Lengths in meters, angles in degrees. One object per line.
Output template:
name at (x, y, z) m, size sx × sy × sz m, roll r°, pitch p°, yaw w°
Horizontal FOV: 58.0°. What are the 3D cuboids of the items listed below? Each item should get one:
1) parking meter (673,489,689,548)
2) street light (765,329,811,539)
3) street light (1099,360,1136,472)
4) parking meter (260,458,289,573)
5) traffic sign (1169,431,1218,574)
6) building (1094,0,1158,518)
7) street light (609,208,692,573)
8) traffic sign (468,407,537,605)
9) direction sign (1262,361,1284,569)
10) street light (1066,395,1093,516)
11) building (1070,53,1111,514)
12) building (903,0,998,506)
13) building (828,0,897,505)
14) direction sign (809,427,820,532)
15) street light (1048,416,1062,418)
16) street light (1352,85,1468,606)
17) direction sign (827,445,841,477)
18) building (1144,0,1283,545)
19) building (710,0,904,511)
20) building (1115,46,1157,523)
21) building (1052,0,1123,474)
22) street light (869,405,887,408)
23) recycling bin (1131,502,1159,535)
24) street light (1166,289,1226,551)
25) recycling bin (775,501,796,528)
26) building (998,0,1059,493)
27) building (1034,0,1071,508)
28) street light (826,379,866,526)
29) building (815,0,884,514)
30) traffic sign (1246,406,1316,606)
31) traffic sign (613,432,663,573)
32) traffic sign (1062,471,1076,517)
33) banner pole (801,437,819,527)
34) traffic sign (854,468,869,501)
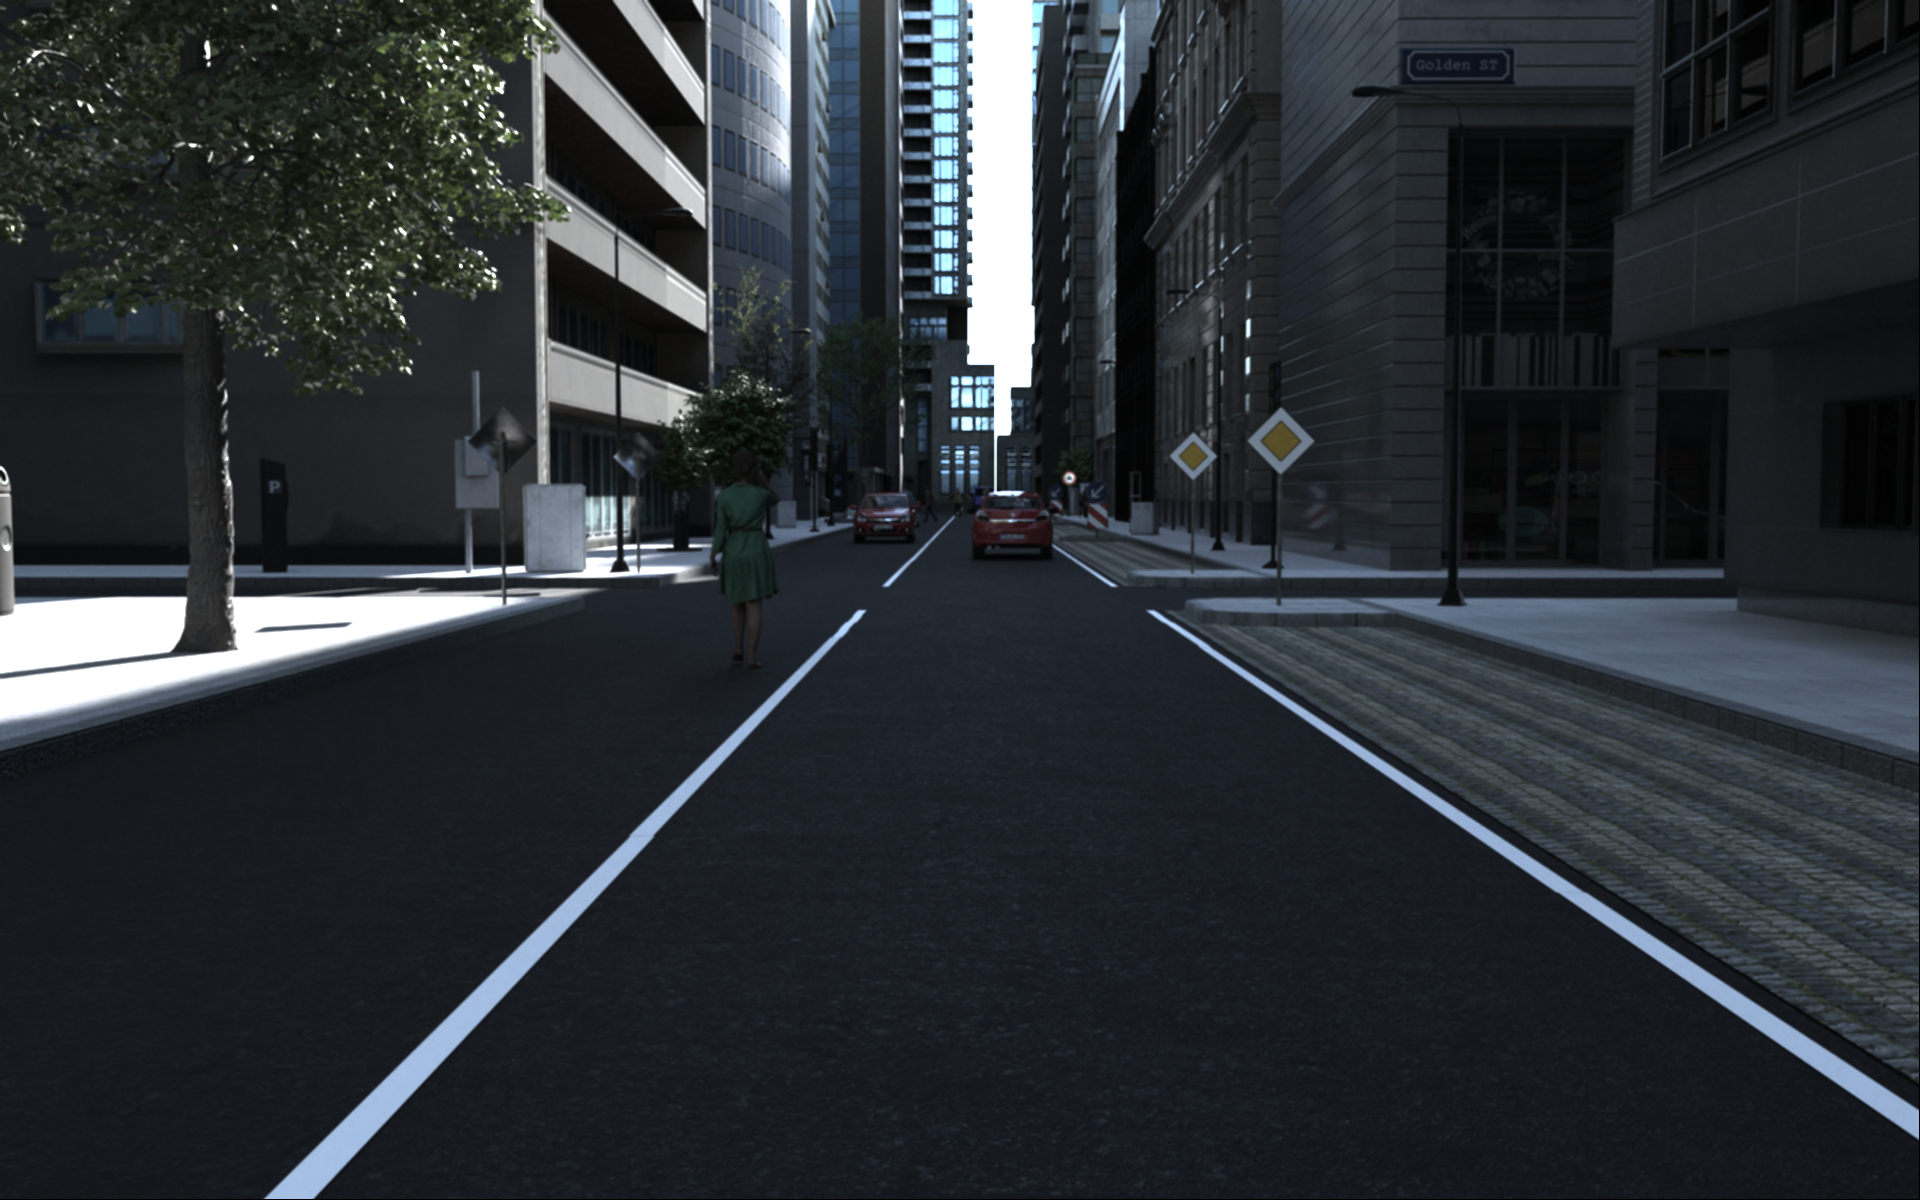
parking meter at (-6.654, -2.009, 41.265) m, size 0.372 × 1.533 × 0.369 m, roll 0°, pitch 3°, yaw 0°
street light at (-4.910, -4.678, 49.019) m, size 1.470 × 5.913 × 1.316 m, roll 0°, pitch 4°, yaw 1°
street light at (5.528, -5.358, 60.146) m, size 1.470 × 5.913 × 1.316 m, roll 0°, pitch 4°, yaw 1°
parking meter at (-11.209, -1.384, 28.342) m, size 0.399 × 1.863 × 0.255 m, roll -2°, pitch 4°, yaw -30°
traffic sign at (3.745, -1.482, 27.873) m, size 0.795 × 2.450 × 0.064 m, roll 0°, pitch 4°, yaw 1°
building at (13.926, -16.819, 93.009) m, size 12.078 × 24.808 × 19.932 m, roll 0°, pitch 4°, yaw 1°
street light at (-5.045, -3.410, 28.296) m, size 1.470 × 5.913 × 1.316 m, roll 0°, pitch 4°, yaw 1°
traffic sign at (-5.274, -1.000, 19.992) m, size 0.795 × 2.450 × 0.064 m, roll 0°, pitch 4°, yaw 1°
direction sign at (5.419, -2.317, 29.875) m, size 0.379 × 3.537 × 0.876 m, roll 0°, pitch 4°, yaw -1°
street light at (5.674, -6.654, 81.340) m, size 1.470 × 5.913 × 1.316 m, roll 0°, pitch 4°, yaw 1°
building at (14.417, -21.138, 117.313) m, size 14.160 × 30.474 × 14.107 m, roll 0°, pitch 4°, yaw 1°
building at (-11.558, -54.089, 197.029) m, size 31.000 × 86.520 × 22.319 m, roll 0°, pitch 4°, yaw 1°
building at (-13.105, -30.452, 148.002) m, size 14.600 × 45.320 × 14.200 m, roll 0°, pitch 4°, yaw 1°
direction sign at (-4.967, -4.101, 59.053) m, size 0.379 × 3.537 × 0.876 m, roll 1°, pitch 4°, yaw 11°
street light at (5.897, -7.949, 102.500) m, size 1.470 × 5.913 × 1.316 m, roll 0°, pitch 4°, yaw 1°
street light at (5.145, -2.892, 19.824) m, size 1.470 × 5.913 × 1.316 m, roll 0°, pitch 4°, yaw 1°
direction sign at (-5.666, -5.338, 79.273) m, size 0.876 × 3.537 × 0.379 m, roll 1°, pitch 4°, yaw 9°
building at (13.051, -15.743, 54.658) m, size 12.463 × 27.353 × 25.104 m, roll 0°, pitch 4°, yaw 1°
building at (-19.584, -38.211, 166.745) m, size 28.212 × 58.520 × 21.231 m, roll 0°, pitch 4°, yaw 1°
building at (13.565, -15.017, 75.205) m, size 12.332 × 23.373 × 15.834 m, roll 0°, pitch 4°, yaw 1°
building at (19.792, -31.815, 139.791) m, size 23.786 × 49.044 × 30.456 m, roll 0°, pitch 4°, yaw 1°
street light at (-4.512, -7.213, 90.473) m, size 1.470 × 5.913 × 1.316 m, roll 0°, pitch 4°, yaw 1°
recycling bin at (5.830, -2.566, 54.506) m, size 0.722 × 1.027 × 0.722 m, roll 1°, pitch 4°, yaw 23°
street light at (5.347, -4.084, 39.310) m, size 1.470 × 5.913 × 1.316 m, roll 0°, pitch 4°, yaw 1°
recycling bin at (-6.630, -3.263, 65.910) m, size 0.722 × 1.027 × 0.722 m, roll -1°, pitch 4°, yaw -13°
building at (19.638, -54.036, 196.166) m, size 31.000 × 86.520 × 22.319 m, roll 0°, pitch 4°, yaw 1°
building at (18.207, -33.203, 166.575) m, size 21.300 × 48.544 × 21.600 m, roll 0°, pitch 4°, yaw 1°
street light at (-4.668, -5.945, 69.742) m, size 1.470 × 5.913 × 1.316 m, roll 0°, pitch 4°, yaw 1°
building at (-21.471, -25.879, 115.000) m, size 32.217 × 40.220 × 23.993 m, roll 0°, pitch 4°, yaw 1°
traffic sign at (3.670, -0.994, 19.888) m, size 0.795 × 2.450 × 0.064 m, roll 0°, pitch 4°, yaw 1°
traffic sign at (-5.199, -1.488, 27.977) m, size 0.795 × 2.450 × 0.064 m, roll 0°, pitch 4°, yaw 1°
traffic sign at (6.093, -5.901, 96.592) m, size 0.768 × 2.556 × 0.104 m, roll 0°, pitch 4°, yaw 3°
banner pole at (-5.840, -4.720, 67.184) m, size 0.863 × 3.779 × 0.401 m, roll -3°, pitch 5°, yaw -44°
traffic sign at (-4.764, -5.120, 83.823) m, size 0.768 × 2.556 × 0.104 m, roll 0°, pitch 4°, yaw 4°
